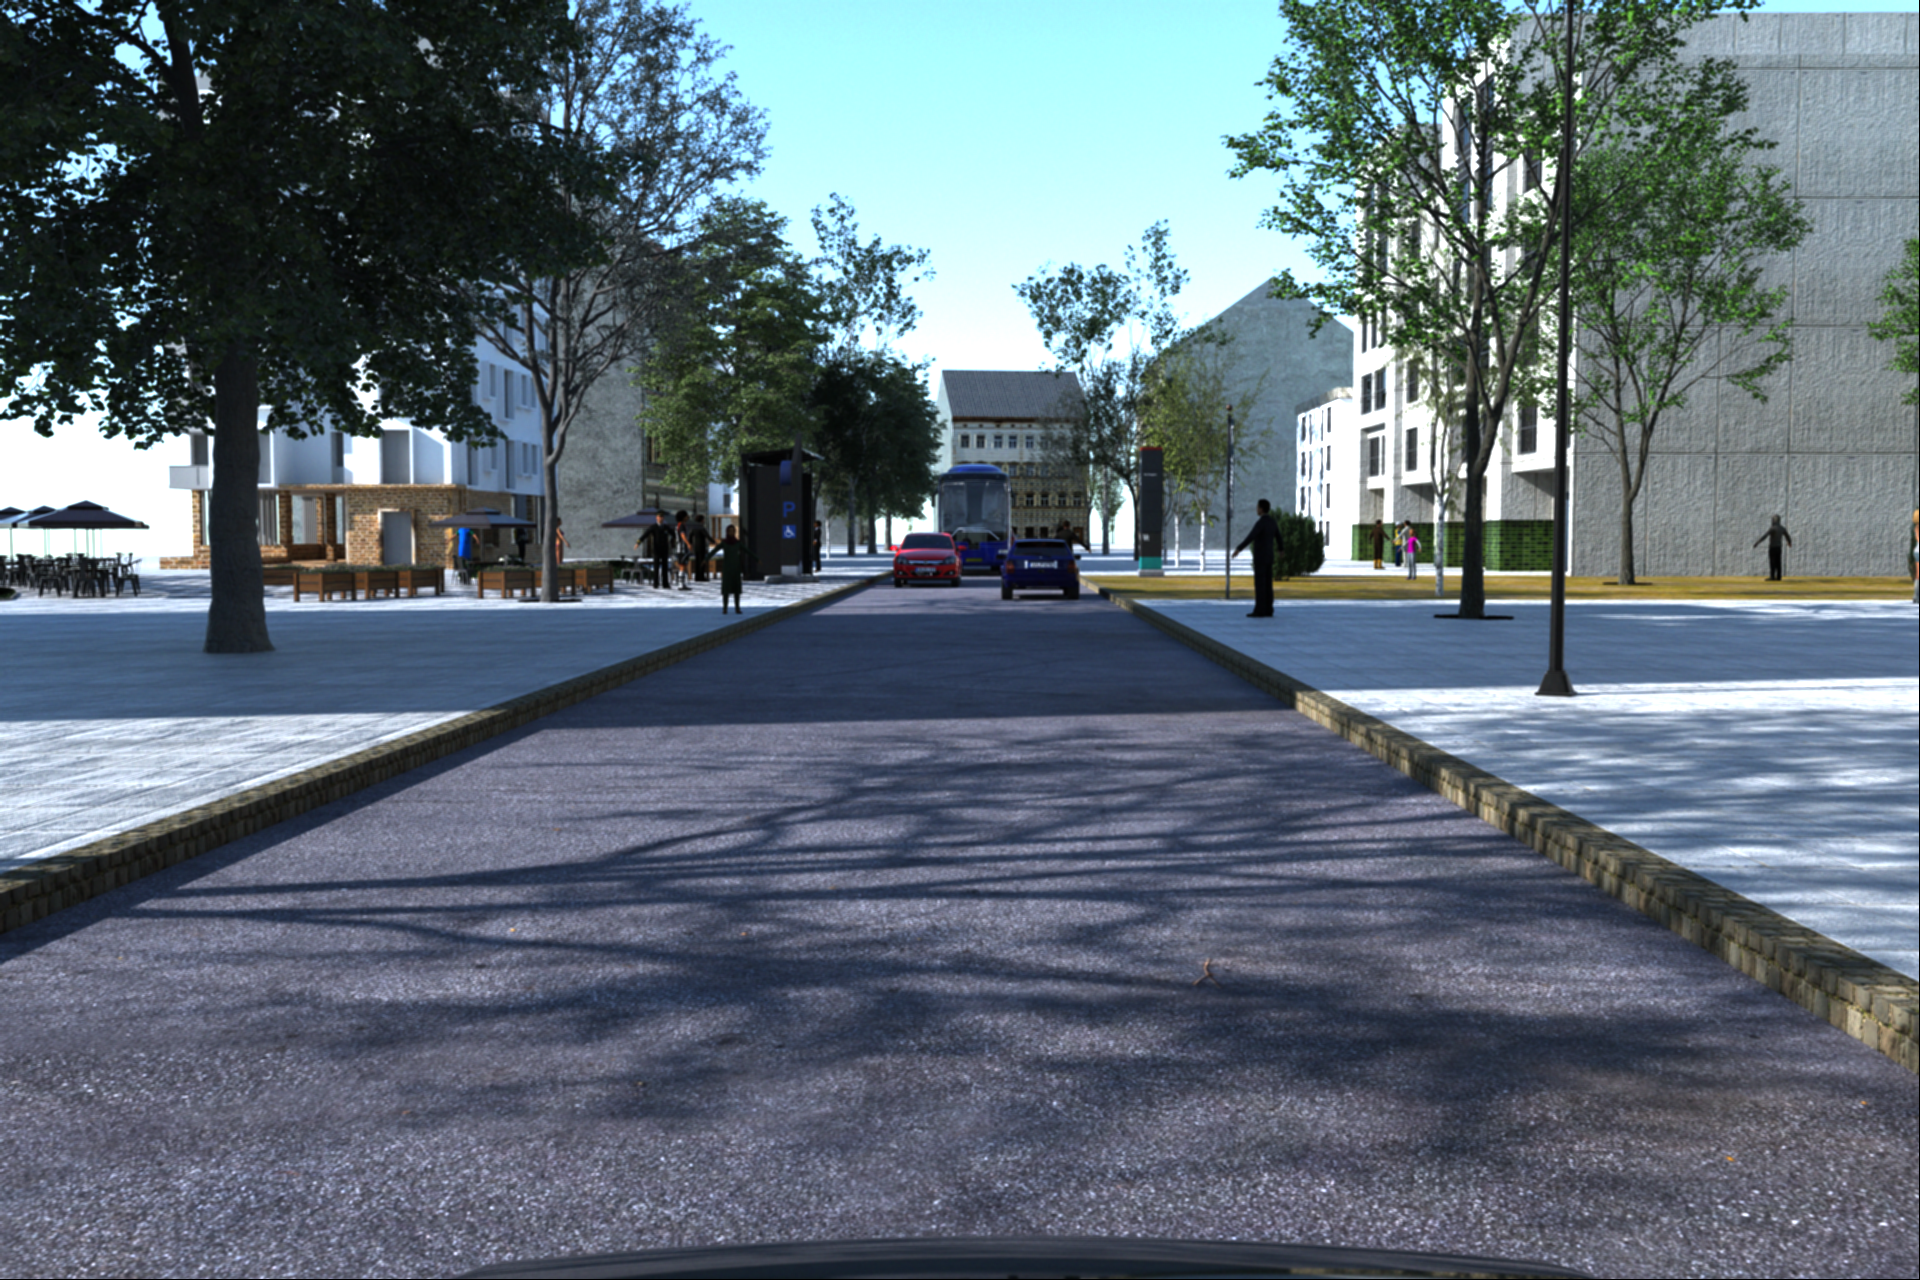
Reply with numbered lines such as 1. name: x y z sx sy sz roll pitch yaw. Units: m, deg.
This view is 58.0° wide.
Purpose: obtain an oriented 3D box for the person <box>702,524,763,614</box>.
1. person: -3.664 -1.139 27.829 0.989 1.438 0.599 -1 4 -17

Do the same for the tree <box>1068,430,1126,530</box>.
1. tree: 9.968 -10.204 117.193 4.360 8.622 3.978 0 3 0

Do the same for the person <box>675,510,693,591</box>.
1. person: -6.256 -2.028 39.297 0.704 1.843 1.345 -1 4 -16

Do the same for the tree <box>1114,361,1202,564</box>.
1. tree: 8.787 -7.524 73.378 4.360 8.622 3.978 0 3 0

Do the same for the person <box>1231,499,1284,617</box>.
1. person: 4.673 -1.270 26.816 0.704 1.823 1.345 3 5 43

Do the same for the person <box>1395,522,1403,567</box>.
1. person: 17.309 -3.763 67.987 0.721 1.772 1.216 0 4 1

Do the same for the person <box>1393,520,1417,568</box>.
1. person: 16.935 -3.640 65.700 1.347 1.806 0.705 -2 4 -34

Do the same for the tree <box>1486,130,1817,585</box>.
1. tree: 17.033 -7.208 43.606 9.928 11.665 9.643 0 3 0

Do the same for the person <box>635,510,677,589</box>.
1. person: -7.043 -2.132 40.799 1.347 1.837 0.705 -2 4 -30

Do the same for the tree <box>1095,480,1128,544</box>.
1. tree: 20.183 -17.091 229.805 4.737 8.622 4.395 0 3 0

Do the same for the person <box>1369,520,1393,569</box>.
1. person: 15.333 -3.498 63.327 0.704 1.812 1.346 -2 4 -25

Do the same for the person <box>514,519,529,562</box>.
1. person: -16.658 -3.679 65.937 0.705 1.856 1.354 -2 4 -24

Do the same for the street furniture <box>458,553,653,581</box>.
1. street furniture: -11.918 -2.246 52.341 5.734 0.657 10.072 0 4 -8

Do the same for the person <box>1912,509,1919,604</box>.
1. person: 17.821 -1.550 31.952 0.721 1.753 1.214 2 4 33

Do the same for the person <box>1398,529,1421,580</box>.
1. person: 12.651 -2.410 48.675 0.599 1.433 0.991 -2 4 -24

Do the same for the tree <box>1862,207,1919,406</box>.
1. tree: 28.982 -7.430 47.229 9.928 11.665 9.643 0 3 0

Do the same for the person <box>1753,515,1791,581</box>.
1. person: 22.296 -2.525 47.405 1.348 1.813 0.705 -1 4 -22

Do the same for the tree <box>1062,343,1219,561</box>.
1. tree: 8.740 -9.145 83.932 8.767 10.594 7.601 2 4 26

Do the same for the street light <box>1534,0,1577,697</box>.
1. street light: 5.301 -2.514 13.640 1.470 5.913 1.316 0 4 1

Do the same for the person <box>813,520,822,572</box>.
1. person: -4.862 -3.146 58.156 0.721 1.740 1.216 0 4 -6

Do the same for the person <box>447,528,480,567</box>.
1. person: -17.679 -3.404 61.782 1.347 1.817 0.704 1 4 17

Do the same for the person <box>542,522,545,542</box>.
1. person: -16.084 -3.751 67.550 0.704 1.802 1.346 0 4 3

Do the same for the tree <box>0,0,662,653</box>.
1. tree: -7.917 -6.850 18.652 9.857 13.997 8.962 0 3 0

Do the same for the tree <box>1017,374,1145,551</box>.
1. tree: 9.764 -13.517 131.372 12.009 13.543 11.850 0 3 0

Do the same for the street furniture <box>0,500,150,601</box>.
1. street furniture: -27.859 -2.363 43.670 14.083 1.986 27.439 -2 4 -29

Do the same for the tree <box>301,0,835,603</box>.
1. tree: -7.618 -7.456 32.276 12.009 13.543 11.850 0 3 0

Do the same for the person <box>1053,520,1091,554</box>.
1. person: 2.883 -2.324 46.680 1.346 1.802 0.704 2 4 26

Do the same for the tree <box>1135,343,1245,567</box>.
1. tree: 8.542 -7.118 66.744 4.737 8.622 4.395 0 3 0

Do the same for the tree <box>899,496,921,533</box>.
1. tree: -6.641 -17.033 228.843 4.737 8.622 4.395 0 3 0

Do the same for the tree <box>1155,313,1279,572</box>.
1. tree: 8.038 -6.622 58.625 4.360 8.622 3.978 0 3 0

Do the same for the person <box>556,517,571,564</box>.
1. person: -10.604 -2.401 46.058 0.721 1.733 1.217 -2 4 -30

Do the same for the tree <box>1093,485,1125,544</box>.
1. tree: 19.934 -16.783 224.771 4.360 8.622 3.978 0 3 0

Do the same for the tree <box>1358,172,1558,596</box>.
1. tree: 9.680 -5.212 35.582 4.360 8.622 3.978 0 3 0

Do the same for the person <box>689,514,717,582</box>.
1. person: -6.944 -2.464 46.468 0.705 1.806 1.347 -3 5 -42
